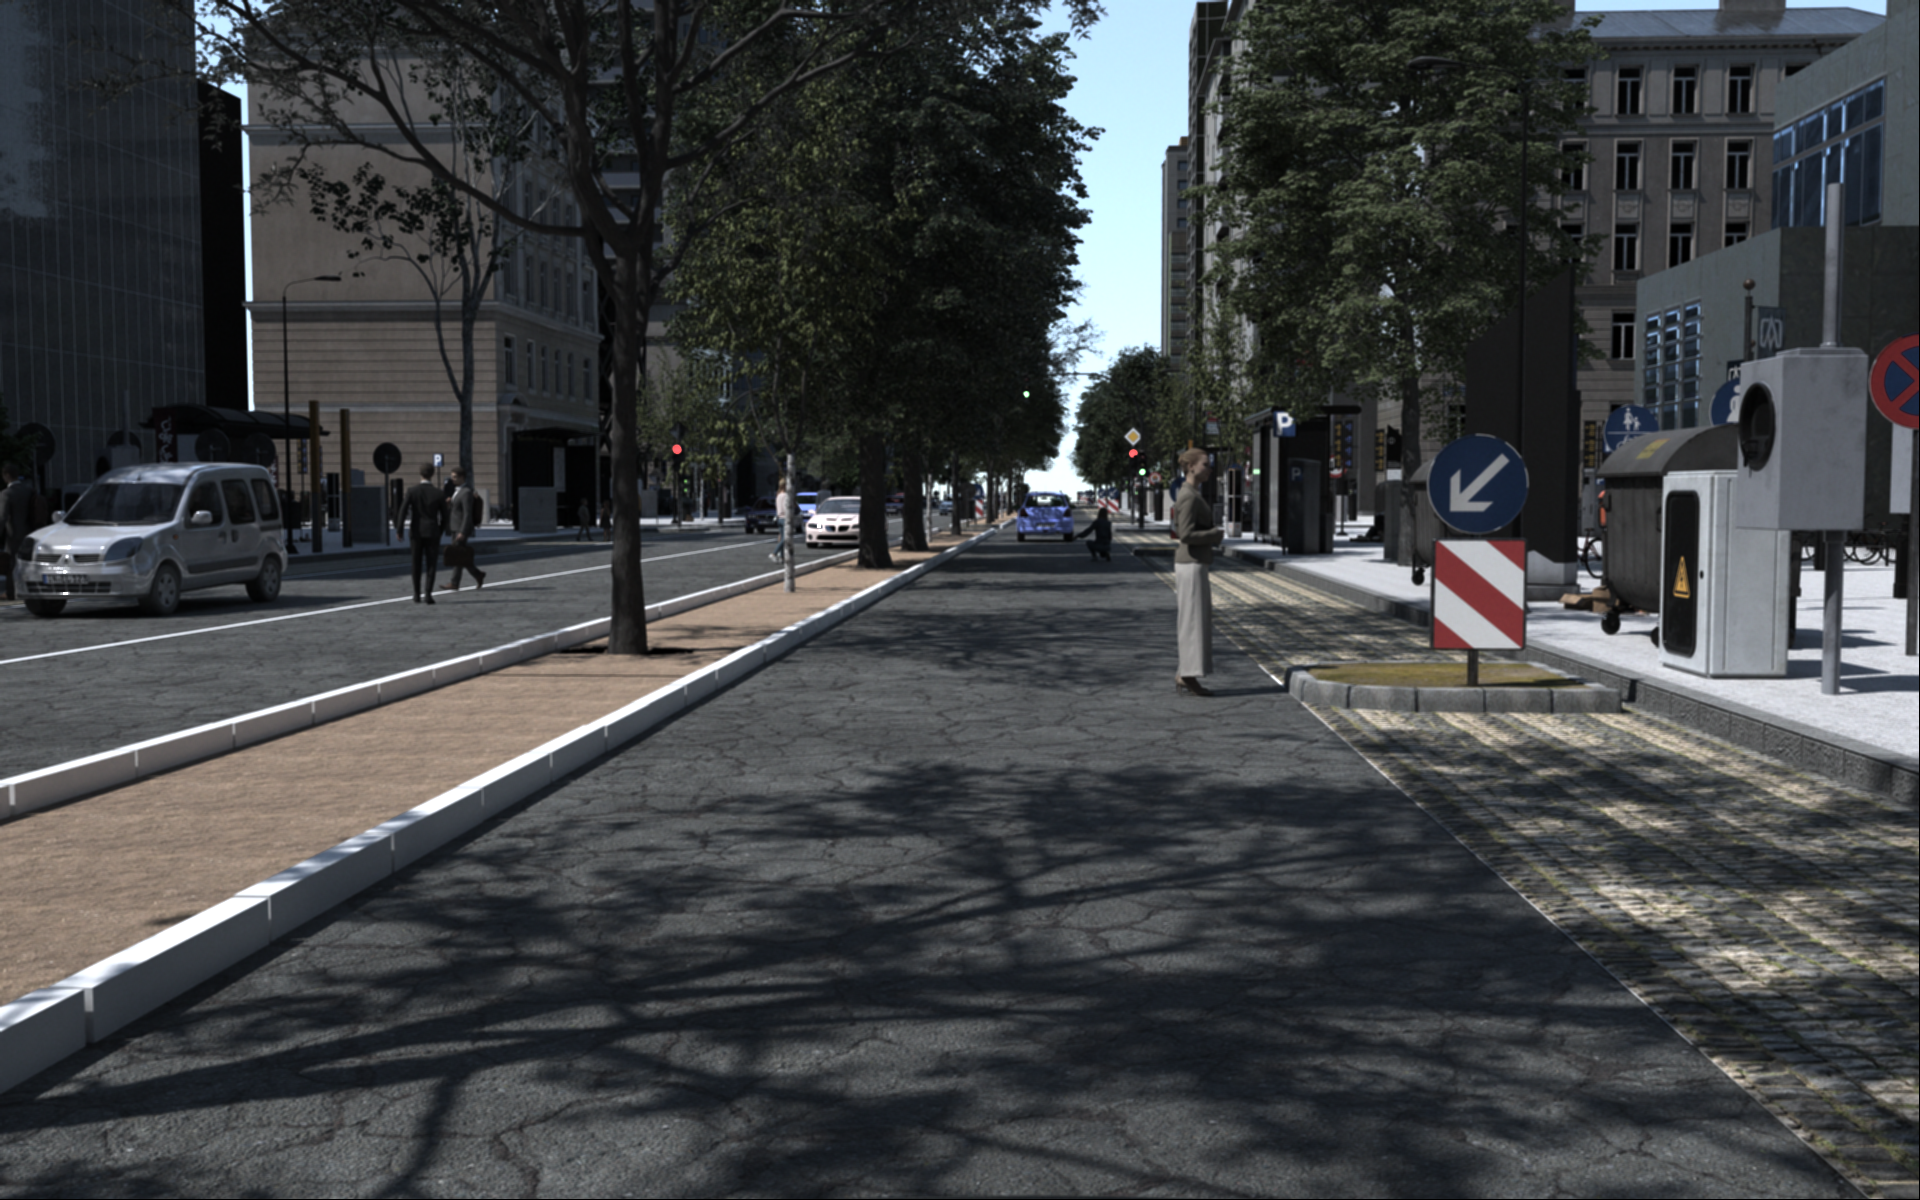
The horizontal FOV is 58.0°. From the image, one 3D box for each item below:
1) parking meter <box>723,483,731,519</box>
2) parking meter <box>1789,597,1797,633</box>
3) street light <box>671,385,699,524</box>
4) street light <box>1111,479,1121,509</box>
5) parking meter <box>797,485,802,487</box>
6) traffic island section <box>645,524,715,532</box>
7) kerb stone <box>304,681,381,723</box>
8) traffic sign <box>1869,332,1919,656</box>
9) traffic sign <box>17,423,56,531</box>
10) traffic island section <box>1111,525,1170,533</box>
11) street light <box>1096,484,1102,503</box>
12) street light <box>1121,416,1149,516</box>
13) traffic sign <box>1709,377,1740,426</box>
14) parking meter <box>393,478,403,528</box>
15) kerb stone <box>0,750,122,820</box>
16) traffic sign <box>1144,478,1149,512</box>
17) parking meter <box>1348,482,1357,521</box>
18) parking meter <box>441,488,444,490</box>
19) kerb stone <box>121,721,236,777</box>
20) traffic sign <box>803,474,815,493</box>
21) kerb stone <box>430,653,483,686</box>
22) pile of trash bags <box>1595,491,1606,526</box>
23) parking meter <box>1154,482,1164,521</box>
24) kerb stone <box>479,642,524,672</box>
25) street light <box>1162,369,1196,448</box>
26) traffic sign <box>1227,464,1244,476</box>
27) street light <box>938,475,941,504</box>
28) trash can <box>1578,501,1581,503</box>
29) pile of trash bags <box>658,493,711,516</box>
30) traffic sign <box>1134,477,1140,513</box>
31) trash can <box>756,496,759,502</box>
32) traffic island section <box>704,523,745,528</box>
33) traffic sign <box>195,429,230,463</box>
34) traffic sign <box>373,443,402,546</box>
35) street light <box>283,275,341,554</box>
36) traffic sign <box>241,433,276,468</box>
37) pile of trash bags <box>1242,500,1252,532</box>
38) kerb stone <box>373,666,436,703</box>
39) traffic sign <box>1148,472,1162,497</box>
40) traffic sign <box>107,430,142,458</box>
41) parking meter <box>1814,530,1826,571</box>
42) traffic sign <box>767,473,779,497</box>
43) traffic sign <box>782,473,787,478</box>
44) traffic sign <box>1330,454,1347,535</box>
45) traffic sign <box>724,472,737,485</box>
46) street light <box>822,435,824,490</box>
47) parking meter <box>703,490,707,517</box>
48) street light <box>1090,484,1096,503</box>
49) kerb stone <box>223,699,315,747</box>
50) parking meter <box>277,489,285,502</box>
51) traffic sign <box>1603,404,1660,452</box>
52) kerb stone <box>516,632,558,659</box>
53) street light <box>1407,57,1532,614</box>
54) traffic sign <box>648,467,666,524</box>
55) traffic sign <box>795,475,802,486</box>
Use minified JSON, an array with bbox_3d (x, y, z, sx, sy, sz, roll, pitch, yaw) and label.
[{"bbox_3d":[-12.232,-5.213,90.940,0.399,1.863,0.255,-3,5,-40],"label":"parking meter"},{"bbox_3d":[7.382,-0.445,15.684,0.372,1.533,0.369,0,3,0],"label":"parking meter"},{"bbox_3d":[-11.673,-6.201,73.935,1.470,5.913,1.316,0,4,3],"label":"street light"},{"bbox_3d":[13.266,-10.723,147.860,1.470,5.913,1.316,0,4,3],"label":"street light"},{"bbox_3d":[-10.651,-6.644,114.342,0.255,1.863,0.399,2,4,30],"label":"parking meter"},{"bbox_3d":[-10.728,-2.682,66.123,2.009,0.180,2.903,0,4,3],"label":"traffic island section"},{"bbox_3d":[-4.032,0.670,11.241,0.120,0.150,1.000,0,4,3],"label":"kerb stone"},{"bbox_3d":[7.560,-0.831,13.688,0.768,2.556,0.104,1,4,13],"label":"traffic sign"},{"bbox_3d":[-16.505,-1.884,30.912,0.768,2.556,0.104,0,4,4],"label":"traffic sign"},{"bbox_3d":[6.832,-2.618,65.077,2.009,0.180,2.903,0,4,3],"label":"traffic island section"},{"bbox_3d":[15.085,-12.605,178.639,1.470,5.913,1.316,0,4,3],"label":"street light"},{"bbox_3d":[10.475,-7.950,102.523,1.470,5.913,1.316,0,4,3],"label":"street light"},{"bbox_3d":[8.484,-1.141,18.761,0.768,2.556,0.104,1,4,9],"label":"traffic sign"},{"bbox_3d":[-21.104,-3.629,65.052,0.255,1.863,0.399,-3,5,-41],"label":"parking meter"},{"bbox_3d":[-4.214,0.858,8.170,0.120,0.150,1.000,0,4,3],"label":"kerb stone"},{"bbox_3d":[11.151,-6.270,104.649,0.606,2.300,0.079,1,4,8],"label":"traffic sign"},{"bbox_3d":[18.790,-4.719,82.861,0.399,1.863,0.255,-3,5,-40],"label":"parking meter"},{"bbox_3d":[-19.362,-3.476,65.237,0.372,1.533,0.369,0,3,0],"label":"parking meter"},{"bbox_3d":[-4.159,0.795,9.198,0.120,0.150,1.000,0,4,3],"label":"kerb stone"},{"bbox_3d":[-9.827,-6.878,112.553,0.768,2.556,0.104,1,4,10],"label":"traffic sign"},{"bbox_3d":[-3.908,0.551,13.284,0.120,0.150,1.000,0,4,3],"label":"kerb stone"},{"bbox_3d":[15.201,-2.127,44.527,3.447,1.369,1.912,1,4,12],"label":"pile of trash bags"},{"bbox_3d":[9.512,-4.714,82.792,0.255,1.863,0.399,-3,5,-41],"label":"parking meter"},{"bbox_3d":[-3.842,0.489,14.306,0.120,0.150,1.000,0,4,3],"label":"kerb stone"},{"bbox_3d":[8.199,-5.620,64.435,1.470,5.913,1.316,0,4,3],"label":"street light"},{"bbox_3d":[11.476,-4.418,72.340,0.768,2.556,0.104,0,4,5],"label":"traffic sign"},{"bbox_3d":[-2.205,-15.962,233.523,1.470,5.913,1.316,0,4,3],"label":"street light"},{"bbox_3d":[11.992,-1.404,34.603,0.748,1.137,0.748,0,3,0],"label":"trash can"},{"bbox_3d":[-16.712,-5.781,104.270,3.447,1.369,1.912,-1,4,-11],"label":"pile of trash bags"},{"bbox_3d":[12.178,-7.260,118.800,0.768,2.556,0.104,1,4,12],"label":"traffic sign"},{"bbox_3d":[-13.627,-6.293,114.541,0.748,1.137,0.748,0,3,0],"label":"trash can"},{"bbox_3d":[-10.253,-3.169,74.094,2.009,0.180,2.903,0,4,3],"label":"traffic island section"},{"bbox_3d":[-14.596,-2.061,33.809,0.768,2.556,0.104,1,4,12],"label":"traffic sign"},{"bbox_3d":[-14.207,-2.621,42.957,0.768,2.556,0.104,1,4,11],"label":"traffic sign"},{"bbox_3d":[-13.814,-3.937,36.904,1.470,5.913,1.316,0,4,3],"label":"street light"},{"bbox_3d":[-14.700,-2.214,36.301,0.768,2.556,0.104,0,4,7],"label":"traffic sign"},{"bbox_3d":[10.652,-3.029,59.270,1.912,1.369,3.447,2,4,28],"label":"pile of trash bags"},{"bbox_3d":[-3.968,0.610,12.261,0.120,0.150,1.000,0,4,3],"label":"kerb stone"},{"bbox_3d":[11.181,-6.065,99.270,0.768,2.556,0.104,1,4,10],"label":"traffic sign"},{"bbox_3d":[-16.557,-2.093,34.322,0.768,2.556,0.104,1,4,10],"label":"traffic sign"},{"bbox_3d":[14.501,-1.420,28.926,0.399,1.863,0.255,0,4,1],"label":"parking meter"},{"bbox_3d":[-11.486,-6.487,106.171,0.768,2.556,0.104,1,4,12],"label":"traffic sign"},{"bbox_3d":[-10.330,-6.348,103.902,0.768,2.556,0.104,0,4,5],"label":"traffic sign"},{"bbox_3d":[11.861,-3.346,54.808,0.768,2.556,0.104,0,4,5],"label":"traffic sign"},{"bbox_3d":[-13.216,-6.092,99.714,0.768,2.556,0.104,1,4,12],"label":"traffic sign"},{"bbox_3d":[-8.925,-8.994,119.592,1.470,5.913,1.316,0,4,3],"label":"street light"},{"bbox_3d":[-14.487,-5.481,98.022,0.372,1.533,0.369,0,3,0],"label":"parking meter"},{"bbox_3d":[17.787,-15.397,224.284,1.470,5.913,1.316,0,4,3],"label":"street light"},{"bbox_3d":[-4.096,0.735,10.218,0.120,0.150,1.000,0,4,3],"label":"kerb stone"},{"bbox_3d":[-32.174,-4.507,82.096,0.372,1.533,0.369,0,3,0],"label":"parking meter"},{"bbox_3d":[9.535,-1.503,24.683,0.768,2.556,0.104,0,4,7],"label":"traffic sign"},{"bbox_3d":[-3.785,0.420,15.326,0.120,0.150,1.000,0,4,3],"label":"kerb stone"},{"bbox_3d":[5.455,-2.814,18.546,1.470,5.913,1.316,0,4,3],"label":"street light"},{"bbox_3d":[-12.902,-4.439,73.757,0.795,2.450,0.064,0,4,6],"label":"traffic sign"},{"bbox_3d":[-11.149,-7.203,117.769,0.884,2.594,0.081,1,4,9],"label":"traffic sign"}]
